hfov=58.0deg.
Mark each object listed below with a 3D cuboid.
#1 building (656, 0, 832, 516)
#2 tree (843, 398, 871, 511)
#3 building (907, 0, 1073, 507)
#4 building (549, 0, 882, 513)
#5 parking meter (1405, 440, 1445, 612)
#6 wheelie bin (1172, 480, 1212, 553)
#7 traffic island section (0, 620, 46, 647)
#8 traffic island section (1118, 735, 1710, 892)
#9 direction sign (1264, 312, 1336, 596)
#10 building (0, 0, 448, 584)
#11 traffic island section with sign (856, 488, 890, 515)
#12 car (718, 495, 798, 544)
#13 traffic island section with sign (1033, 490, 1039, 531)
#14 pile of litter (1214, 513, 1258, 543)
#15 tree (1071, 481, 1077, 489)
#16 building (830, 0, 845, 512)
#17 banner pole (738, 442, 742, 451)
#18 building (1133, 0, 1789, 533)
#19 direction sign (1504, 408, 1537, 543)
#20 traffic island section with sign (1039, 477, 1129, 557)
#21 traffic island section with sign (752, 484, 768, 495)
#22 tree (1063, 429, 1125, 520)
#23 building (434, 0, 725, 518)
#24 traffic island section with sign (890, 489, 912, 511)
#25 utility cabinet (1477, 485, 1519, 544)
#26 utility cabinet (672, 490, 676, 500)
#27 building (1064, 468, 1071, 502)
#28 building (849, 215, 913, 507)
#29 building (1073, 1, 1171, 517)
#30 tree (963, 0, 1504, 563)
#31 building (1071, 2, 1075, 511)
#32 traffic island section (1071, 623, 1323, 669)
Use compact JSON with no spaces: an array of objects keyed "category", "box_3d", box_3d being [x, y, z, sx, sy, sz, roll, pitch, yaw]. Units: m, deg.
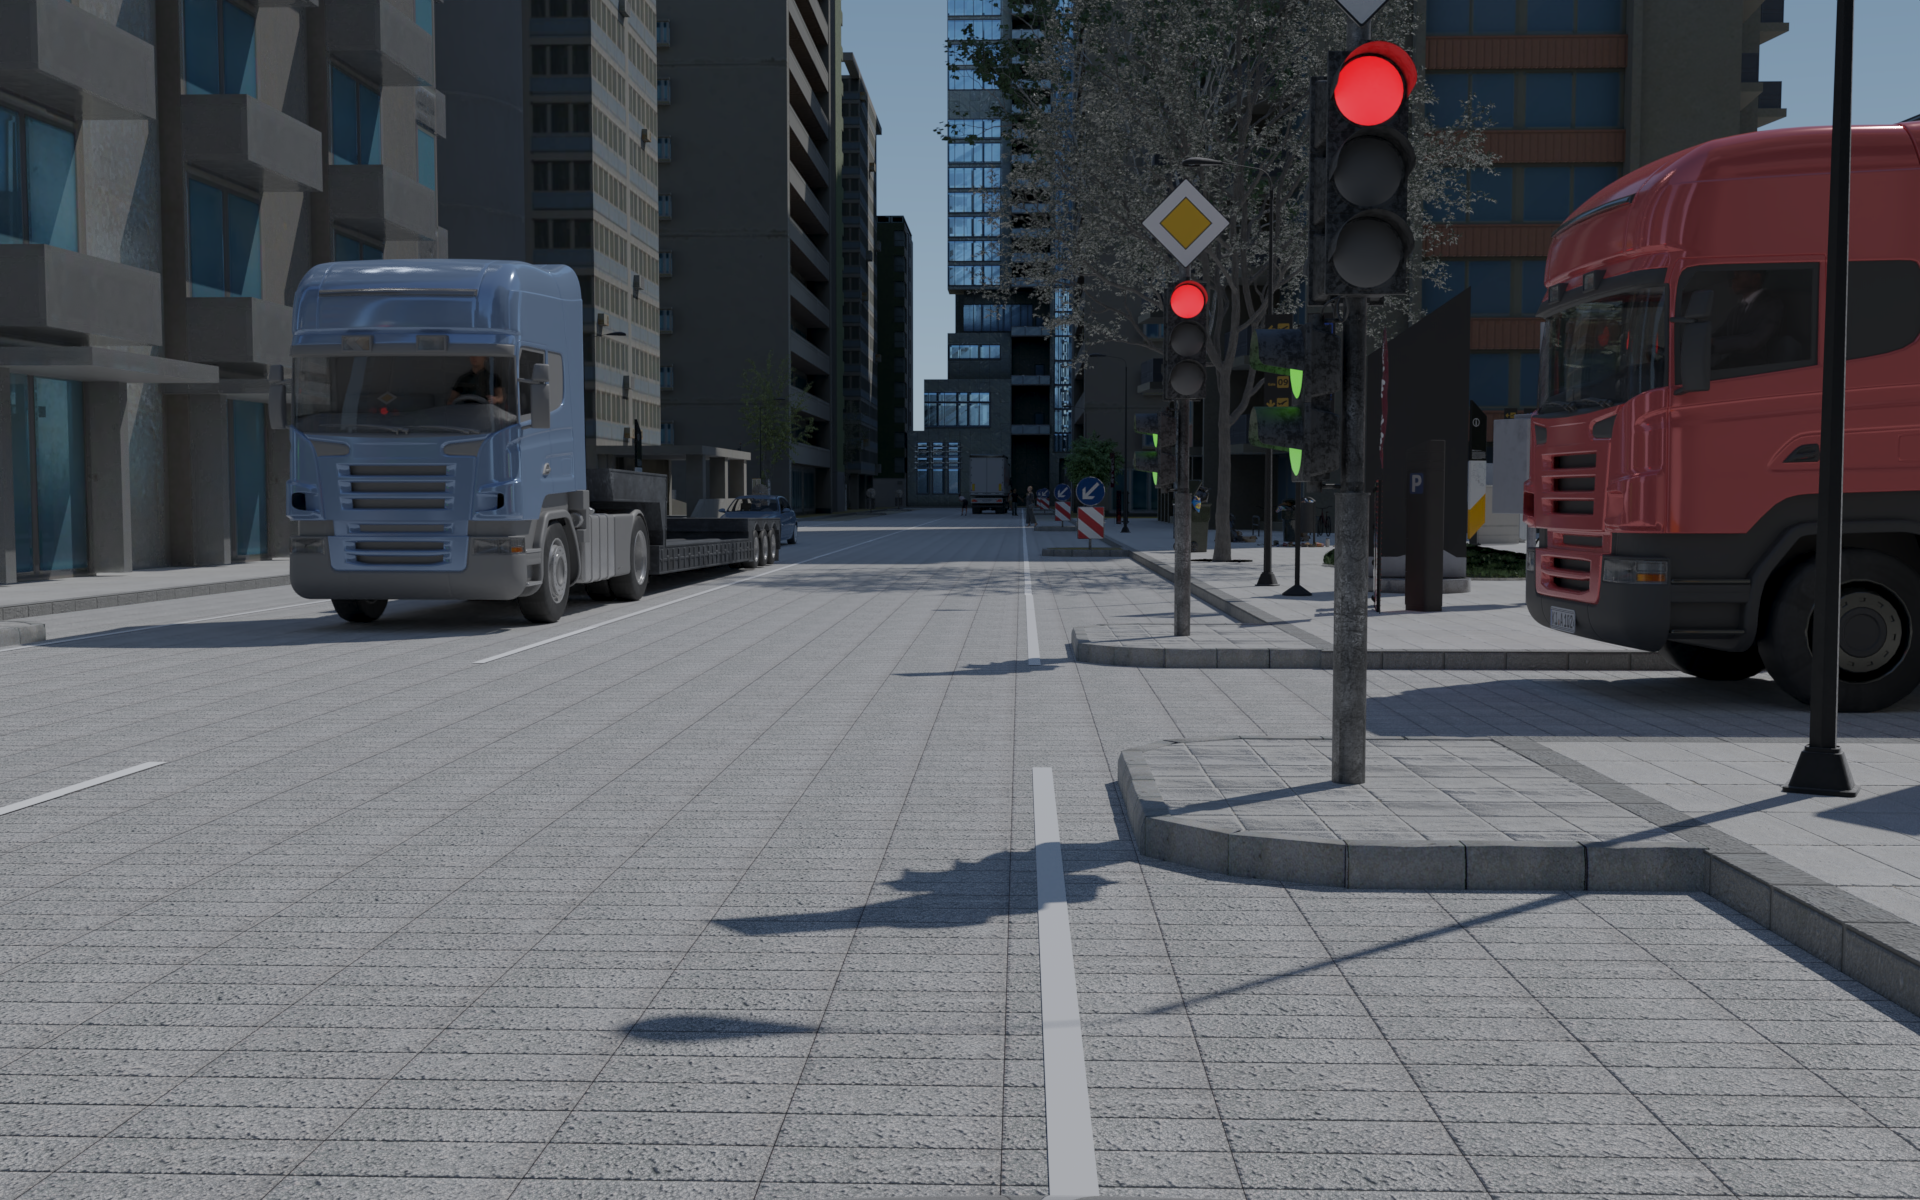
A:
[{"category":"building","box_3d":[-19.386,-29.253,101.981,21.300,48.544,21.600,0,4,2]},{"category":"tree","box_3d":[-8.951,-11.126,132.273,4.360,8.622,3.978,0,3,0]},{"category":"building","box_3d":[10.541,-53.293,184.019,31.000,86.520,22.319,0,4,2]},{"category":"building","box_3d":[-19.332,-28.142,152.002,23.993,40.220,32.217,0,4,2]},{"category":"parking meter","box_3d":[5.094,-0.813,19.003,0.255,1.863,0.399,-2,4,-24]},{"category":"wheelie bin","box_3d":[5.125,-1.858,38.293,0.693,1.594,0.980,-2,4,-29]},{"category":"traffic island section","box_3d":[-9.999,0.376,16.126,2.009,0.180,2.903,0,4,2]},{"category":"traffic island section","box_3d":[1.752,0.891,7.717,2.009,0.180,2.903,0,4,2]},{"category":"direction sign","box_3d":[4.263,-1.823,21.800,0.876,3.537,0.379,1,4,19]},{"category":"building","box_3d":[-23.360,-25.151,30.820,23.786,49.044,30.456,0,4,2]},{"category":"traffic island section with sign","box_3d":[-6.049,-6.720,118.499,1.989,1.847,2.006,0,4,2]},{"category":"car","box_3d":[-5.638,-2.221,48.320,2.014,1.417,4.499,0,4,4]},{"category":"traffic island section with sign","box_3d":[3.871,-3.595,67.402,1.989,1.847,2.006,0,4,2]},{"category":"pile of litter","box_3d":[7.409,-1.990,46.500,1.176,0.858,1.719,1,4,11]},{"category":"tree","box_3d":[6.705,-6.042,93.396,1.663,3.219,1.824,0,3,0]},{"category":"building","box_3d":[-15.786,-26.714,120.371,14.154,41.232,14.086,0,4,2]},{"category":"banner pole","box_3d":[-10.590,-5.701,83.224,0.401,3.779,0.863,0,4,5]},{"category":"building","box_3d":[18.642,-25.335,68.854,22.147,44.769,28.867,0,4,2]},{"category":"direction sign","box_3d":[14.750,-3.283,45.676,0.876,3.537,0.379,0,4,-4]},{"category":"traffic island section with sign","box_3d":[2.912,-1.947,40.463,1.989,1.847,2.006,0,4,2]},{"category":"traffic island section with sign","box_3d":[-7.842,-3.623,67.867,1.989,1.847,2.006,0,4,2]},{"category":"tree","box_3d":[6.749,-6.345,87.447,4.285,4.588,4.351,0,3,0]},{"category":"building","box_3d":[-25.031,-22.902,66.329,32.217,40.220,23.993,0,4,2]},{"category":"traffic island section with sign","box_3d":[-5.089,-8.368,145.437,1.989,1.847,2.006,0,4,2]},{"category":"utility cabinet","box_3d":[13.579,-2.155,43.908,1.173,1.500,0.318,-1,4,-16]},{"category":"utility cabinet","box_3d":[-13.893,-4.594,83.791,0.318,1.500,1.173,0,4,-6]},{"category":"building","box_3d":[19.950,-43.820,154.710,20.563,71.187,20.611,0,4,2]},{"category":"building","box_3d":[-12.170,-25.075,181.671,14.107,30.474,14.160,0,4,2]},{"category":"building","box_3d":[17.991,-29.498,105.993,21.300,48.544,21.600,0,4,2]},{"category":"tree","box_3d":[5.081,-7.468,32.465,12.009,13.543,11.850,0,3,0]},{"category":"building","box_3d":[19.000,-36.009,130.749,21.231,58.520,28.212,0,4,2]},{"category":"traffic island section","box_3d":[2.034,0.403,15.697,2.009,0.180,2.903,0,4,2]}]
